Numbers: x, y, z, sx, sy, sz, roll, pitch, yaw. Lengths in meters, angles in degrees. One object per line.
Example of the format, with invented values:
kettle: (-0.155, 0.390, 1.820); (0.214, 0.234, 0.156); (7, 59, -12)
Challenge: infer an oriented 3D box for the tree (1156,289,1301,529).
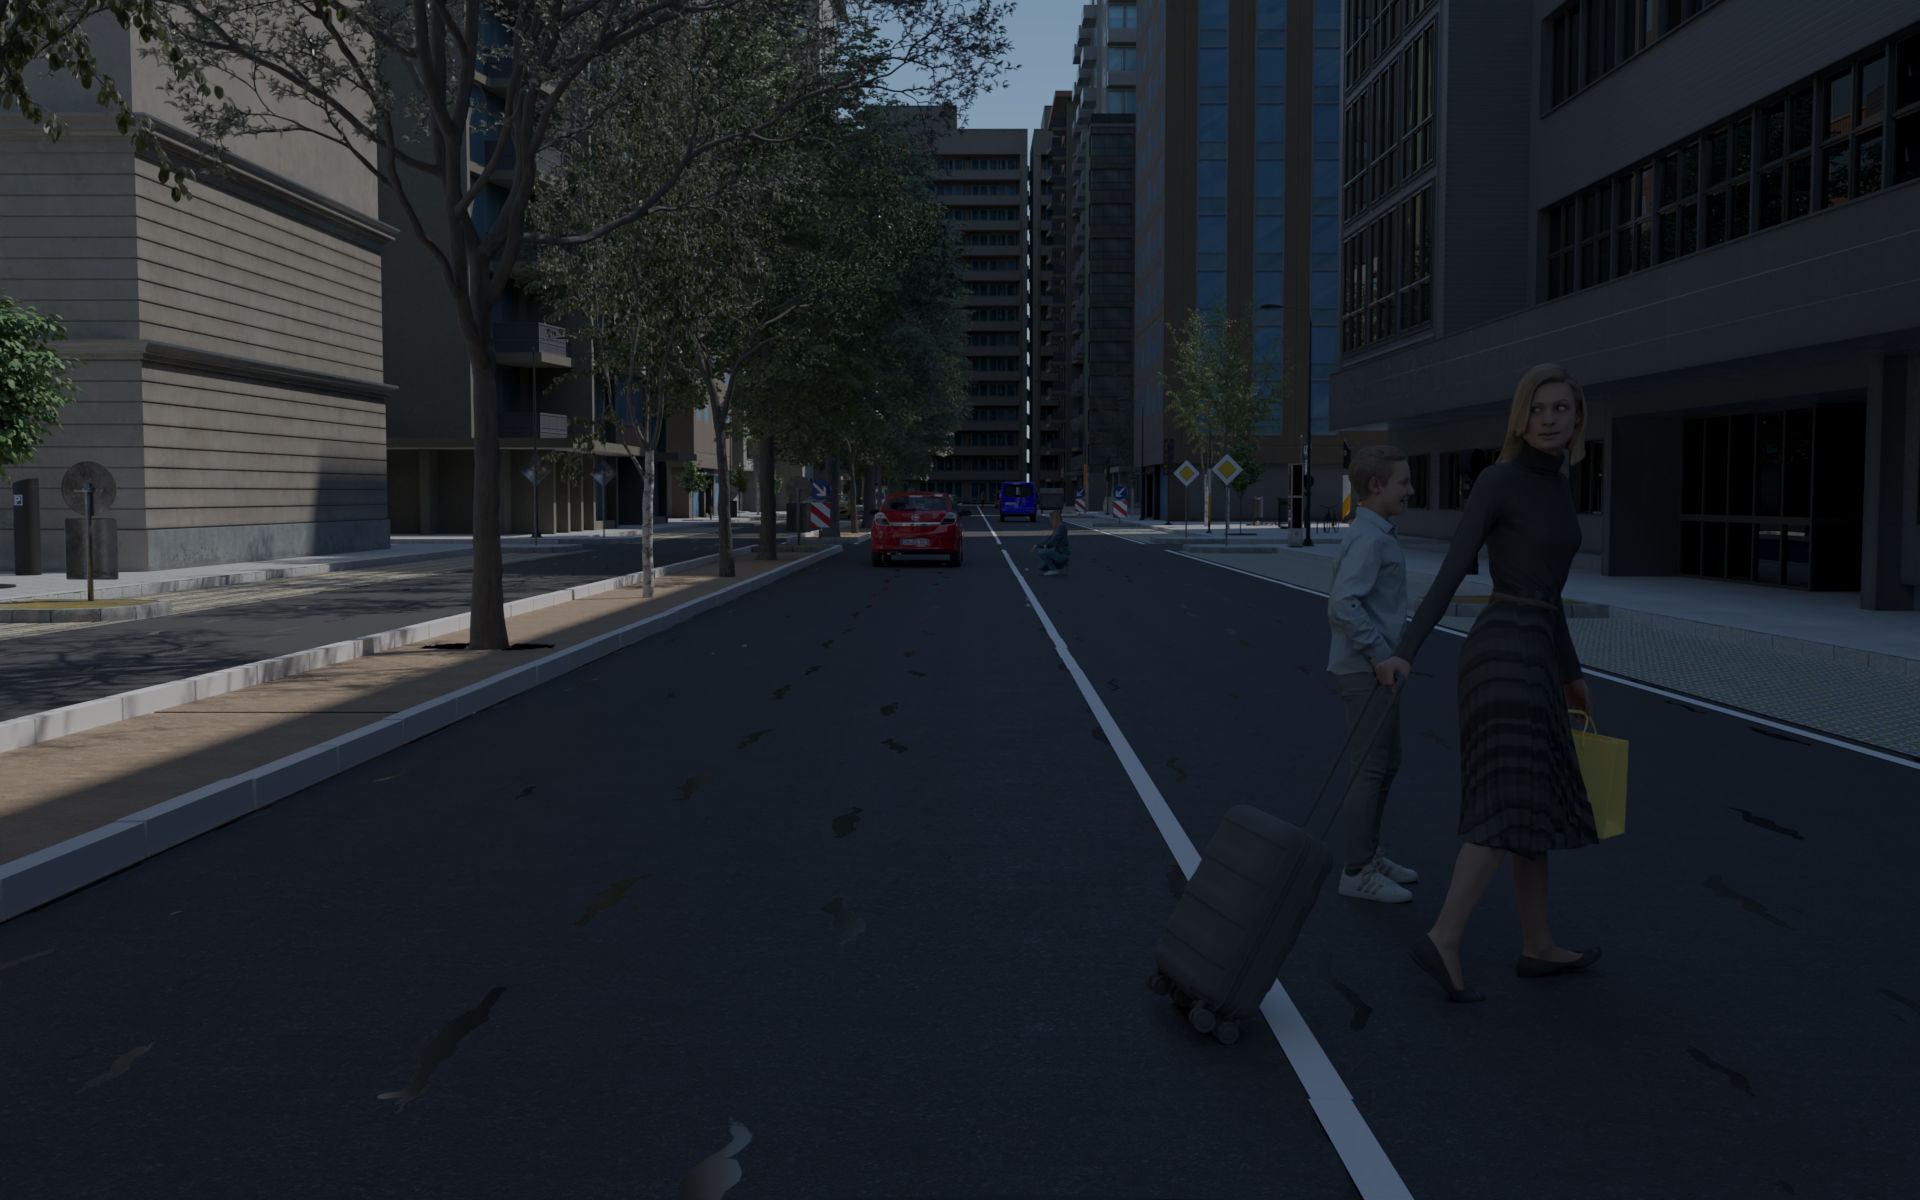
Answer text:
tree: (9.999, -6.884, 62.922); (4.737, 8.622, 4.395); (0, 3, 0)

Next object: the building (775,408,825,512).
building: (-25.246, -18.079, 140.635); (27.650, 21.520, 28.899); (0, 4, 0)

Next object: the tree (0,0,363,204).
tree: (-4.291, -3.331, 7.285); (4.360, 8.622, 3.978); (0, 3, 0)

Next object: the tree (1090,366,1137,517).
tree: (9.619, -9.070, 98.663); (4.360, 8.622, 3.978); (0, 3, 0)

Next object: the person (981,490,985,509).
person: (2.270, -9.814, 169.055); (0.705, 1.812, 1.348); (0, 4, -3)

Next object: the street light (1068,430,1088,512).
street light: (8.552, -9.365, 125.664); (1.470, 5.913, 1.316); (0, 4, 0)

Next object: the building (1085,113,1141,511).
building: (16.622, -22.204, 134.741); (14.160, 30.474, 14.107); (0, 4, 0)

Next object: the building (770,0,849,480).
building: (-25.784, -35.388, 167.829); (28.713, 52.752, 27.495); (0, 4, 0)

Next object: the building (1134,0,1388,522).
building: (16.269, -26.628, 85.485); (14.600, 45.320, 14.200); (0, 4, 0)

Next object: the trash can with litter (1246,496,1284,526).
trash can with litter: (12.473, -3.632, 70.448); (2.233, 1.210, 1.678); (-3, 4, -38)

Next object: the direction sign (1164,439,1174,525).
direction sign: (8.597, -4.855, 71.379); (0.379, 3.537, 0.876); (-1, 4, -20)

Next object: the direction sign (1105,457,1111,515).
direction sign: (9.153, -7.046, 107.196); (0.379, 3.537, 0.876); (1, 4, 18)

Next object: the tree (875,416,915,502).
tree: (-3.936, -7.781, 80.032); (4.737, 8.622, 4.395); (0, 3, 0)

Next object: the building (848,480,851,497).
building: (-25.272, -32.579, 224.546); (23.993, 40.220, 32.217); (0, 4, 0)

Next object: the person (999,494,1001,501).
person: (2.801, -6.285, 112.104); (0.563, 1.720, 0.643); (-1, 4, -18)

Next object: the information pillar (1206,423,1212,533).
information pillar: (8.187, -4.003, 56.802); (0.183, 3.616, 0.504); (0, 4, 7)

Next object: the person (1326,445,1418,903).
person: (1.474, 0.253, 6.171); (0.330, 1.601, 0.589); (2, 4, 27)

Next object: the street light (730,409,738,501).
street light: (-11.730, -7.342, 92.582); (1.470, 5.913, 1.316); (0, 4, 0)

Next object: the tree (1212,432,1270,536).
tree: (8.634, -3.634, 54.016); (1.663, 3.219, 1.824); (0, 3, 0)

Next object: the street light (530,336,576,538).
street light: (-11.939, -4.790, 50.860); (1.470, 5.913, 1.316); (0, 4, 0)

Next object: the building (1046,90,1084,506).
building: (20.622, -32.535, 186.577); (22.147, 44.769, 28.867); (0, 4, 0)

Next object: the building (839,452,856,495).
building: (-18.909, -31.288, 195.150); (14.086, 41.232, 14.154); (0, 4, 0)

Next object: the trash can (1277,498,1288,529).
trash can: (11.989, -3.176, 63.586); (0.748, 1.137, 0.748); (0, 3, 0)

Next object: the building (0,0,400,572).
building: (-30.284, -13.189, 34.728); (34.723, 24.649, 14.460); (0, 4, 0)

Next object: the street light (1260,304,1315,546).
street light: (8.011, -4.273, 42.401); (1.470, 5.913, 1.316); (0, 4, 0)

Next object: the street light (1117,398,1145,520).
street light: (8.337, -6.834, 84.273); (1.470, 5.913, 1.316); (0, 4, 0)

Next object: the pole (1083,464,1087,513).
pole: (8.569, -7.628, 118.560); (0.158, 3.312, 0.155); (0, 3, 0)

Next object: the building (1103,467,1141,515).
building: (26.056, -25.734, 112.630); (32.217, 40.220, 23.993); (0, 4, 0)

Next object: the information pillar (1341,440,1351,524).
information pillar: (16.731, -5.113, 74.945); (0.183, 3.616, 0.504); (-1, 4, -20)

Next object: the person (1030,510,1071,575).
person: (1.594, -1.015, 30.600); (0.738, 1.151, 1.012); (0, 4, 4)

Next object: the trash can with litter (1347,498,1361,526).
trash can with litter: (16.055, -3.583, 69.967); (0.624, 1.170, 1.055); (-2, 4, -29)

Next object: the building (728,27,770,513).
building: (-20.510, -26.572, 118.048); (14.154, 41.232, 14.086); (0, 4, 0)

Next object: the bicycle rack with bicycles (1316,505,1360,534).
bicycle rack with bicycles: (12.871, -2.652, 56.745); (2.852, 0.926, 2.925); (1, 4, 20)

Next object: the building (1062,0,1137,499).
building: (21.673, -32.858, 156.834); (23.786, 49.044, 30.456); (0, 4, 0)

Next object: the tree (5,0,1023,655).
tree: (-4.311, -6.274, 15.406); (12.009, 13.543, 11.850); (0, 3, 0)

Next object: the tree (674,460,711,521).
tree: (-12.801, -5.410, 83.058); (1.663, 3.219, 1.824); (0, 3, 0)

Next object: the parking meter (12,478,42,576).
parking meter: (-14.726, -1.158, 27.338); (0.372, 1.533, 0.369); (0, 3, 0)

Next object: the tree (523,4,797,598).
tree: (-4.306, -4.343, 23.824); (4.360, 8.622, 3.978); (0, 3, 0)

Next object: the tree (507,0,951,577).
tree: (-3.981, -5.686, 29.832); (8.767, 10.594, 7.601); (0, 4, 0)

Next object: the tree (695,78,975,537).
tree: (-4.088, -8.867, 54.089); (9.857, 13.997, 8.962); (0, 3, 0)

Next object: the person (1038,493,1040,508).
person: (7.531, -9.378, 161.823); (0.705, 1.826, 1.348); (-2, 4, -35)

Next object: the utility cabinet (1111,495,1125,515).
utility cabinet: (9.450, -5.800, 103.509); (0.318, 1.500, 1.173); (-1, 4, -23)

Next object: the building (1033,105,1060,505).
building: (19.425, -36.434, 219.399); (21.600, 48.544, 21.300); (0, 4, 0)

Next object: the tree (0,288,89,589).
tree: (-13.579, -2.431, 23.465); (4.285, 4.588, 4.351); (0, 3, 0)

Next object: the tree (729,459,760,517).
tree: (-12.210, -6.202, 95.998); (1.663, 3.219, 1.824); (0, 3, 0)

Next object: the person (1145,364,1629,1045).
person: (1.268, 0.232, 4.920); (1.509, 1.804, 0.699); (-1, 4, -12)

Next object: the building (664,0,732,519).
building: (-20.656, -27.261, 95.822); (14.600, 45.320, 14.200); (0, 4, 0)

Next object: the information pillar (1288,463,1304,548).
information pillar: (8.054, -2.266, 41.548); (0.304, 2.012, 0.304); (0, 4, -3)

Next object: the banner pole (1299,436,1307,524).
banner pole: (14.766, -5.154, 74.284); (0.863, 3.779, 0.401); (-2, 4, -34)

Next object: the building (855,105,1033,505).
building: (-2.310, -36.438, 219.460); (21.600, 48.544, 21.300); (0, 4, 0)

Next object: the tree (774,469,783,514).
tree: (-12.188, -7.226, 112.751); (1.663, 3.219, 1.824); (0, 3, 0)

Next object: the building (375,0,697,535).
building: (-22.468, -25.183, 66.370); (22.147, 44.769, 28.867); (0, 4, 0)

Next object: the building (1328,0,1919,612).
building: (15.831, -12.704, 26.775); (14.314, 24.678, 30.058); (0, 4, 0)

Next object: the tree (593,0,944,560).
tree: (-4.256, -7.145, 37.402); (7.486, 12.596, 7.792); (0, 3, 0)
